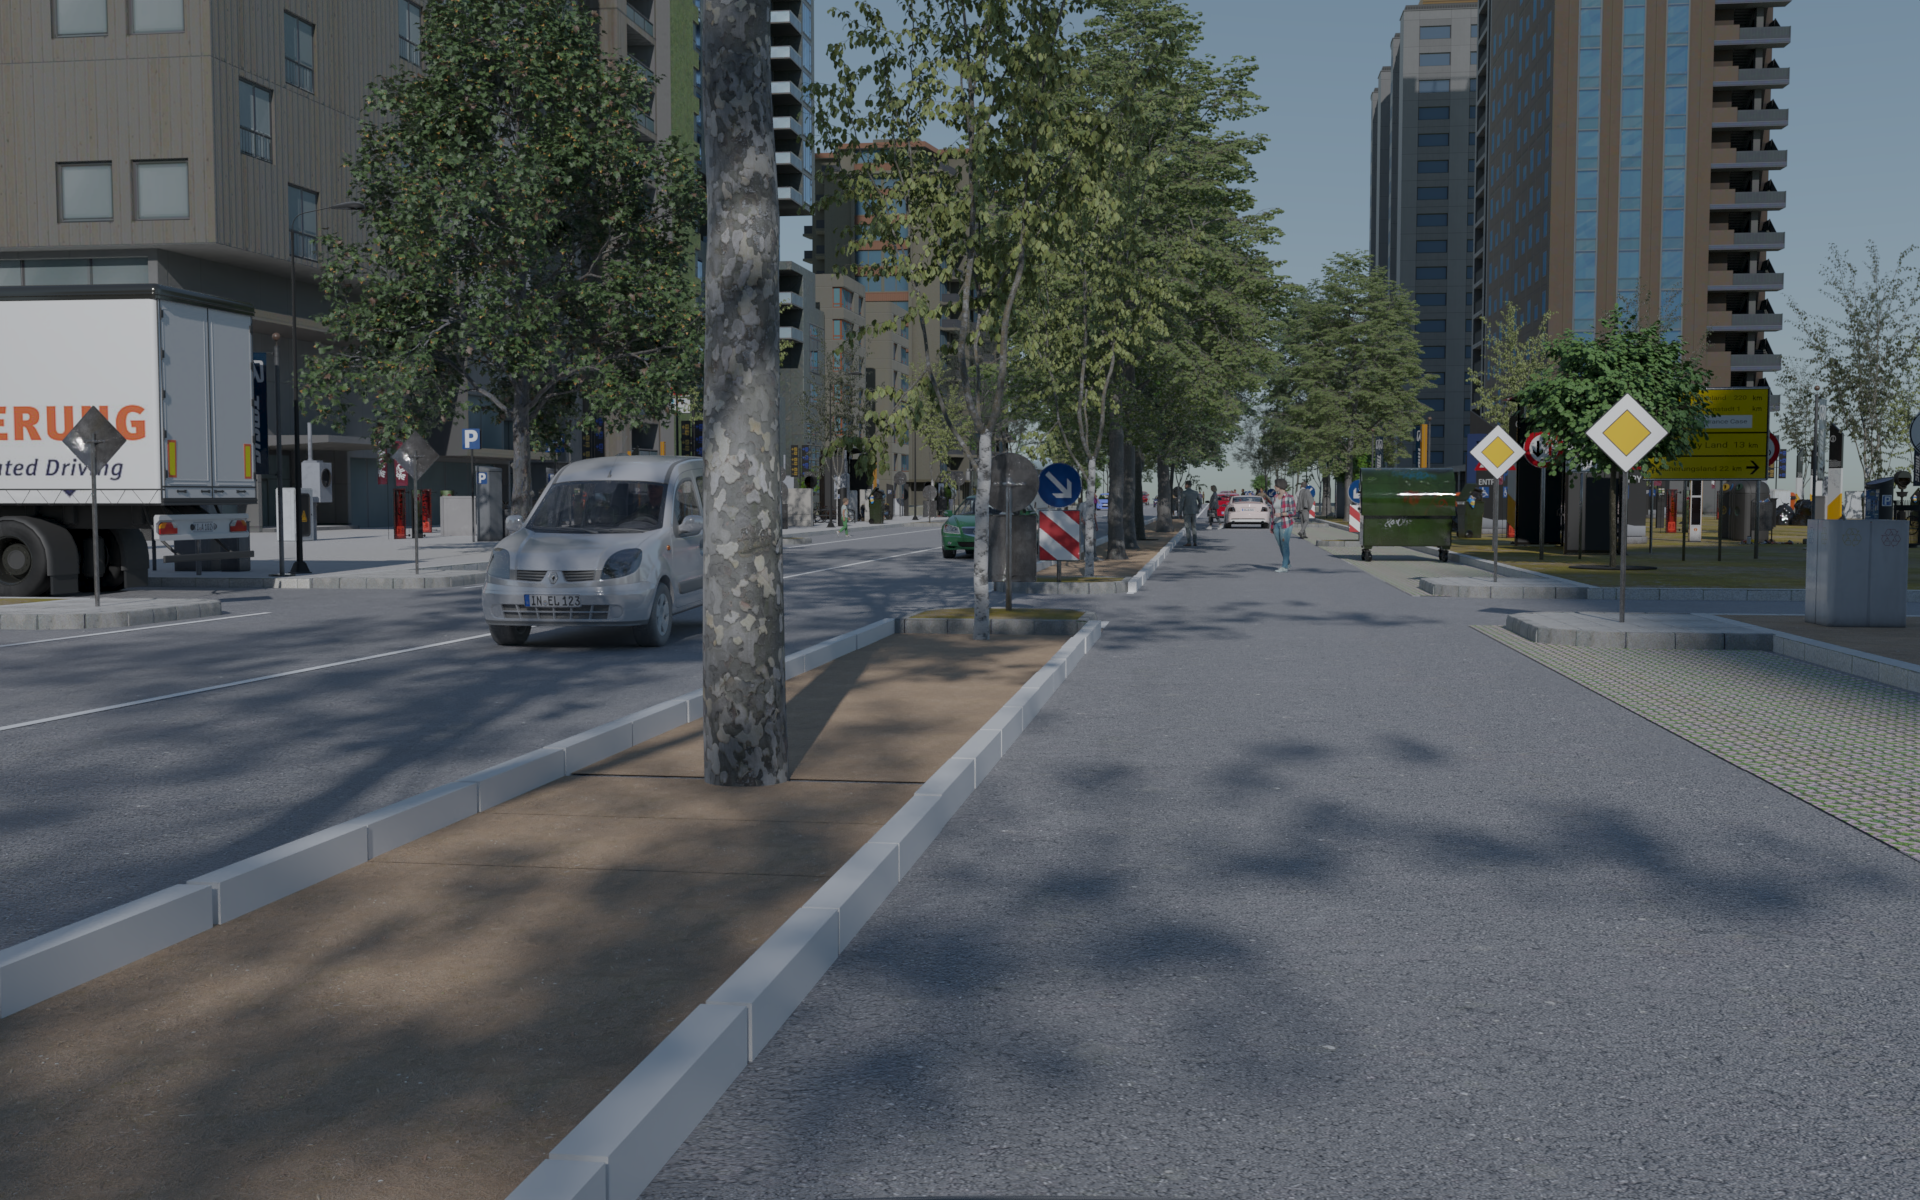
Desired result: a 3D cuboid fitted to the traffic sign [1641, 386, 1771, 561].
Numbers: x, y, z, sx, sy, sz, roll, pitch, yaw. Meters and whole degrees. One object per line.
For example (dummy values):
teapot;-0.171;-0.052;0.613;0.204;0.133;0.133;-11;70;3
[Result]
traffic sign;14.203;-2.397;33.068;2.265;3.308;0.079;1;4;13

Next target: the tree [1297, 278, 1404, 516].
tree;21.609;-11.923;101.595;9.857;13.997;8.962;0;3;0

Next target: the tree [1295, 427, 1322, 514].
tree;23.248;-9.869;111.717;4.737;8.622;4.395;0;3;0

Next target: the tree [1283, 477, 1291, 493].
tree;35.711;-11.998;190.773;1.663;3.219;1.824;0;3;0

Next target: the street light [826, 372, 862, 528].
street light;-4.409;-5.718;66.031;1.470;5.913;1.316;1;4;8

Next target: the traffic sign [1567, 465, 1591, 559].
traffic sign;12.182;-1.947;33.970;0.606;2.300;0.079;1;4;13

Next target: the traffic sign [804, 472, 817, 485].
traffic sign;-6.807;-4.700;78.979;0.606;2.300;0.079;1;4;9

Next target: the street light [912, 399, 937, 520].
street light;-1.664;-6.869;84.845;1.470;5.913;1.316;1;4;8

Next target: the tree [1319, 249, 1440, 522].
tree;18.565;-9.945;80.728;7.486;12.596;7.792;0;3;0

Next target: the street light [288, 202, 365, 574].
street light;-10.143;-3.377;27.757;1.470;5.913;1.316;1;4;8

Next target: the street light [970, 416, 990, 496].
street light;1.183;-8.016;103.603;1.470;5.913;1.316;1;4;8

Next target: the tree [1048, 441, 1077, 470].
tree;10.558;-13.918;177.914;4.360;8.622;3.978;0;3;0

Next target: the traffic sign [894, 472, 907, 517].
traffic sign;-3.402;-6.012;98.408;0.768;2.556;0.104;1;4;13

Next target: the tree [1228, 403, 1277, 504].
tree;39.684;-19.203;224.335;12.009;13.543;11.850;0;3;0

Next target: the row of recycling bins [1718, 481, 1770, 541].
row of recycling bins;21.934;-2.525;48.396;1.069;1.692;3.534;1;4;16

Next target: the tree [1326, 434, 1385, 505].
tree;20.133;-6.360;87.707;4.285;4.588;4.351;0;3;0

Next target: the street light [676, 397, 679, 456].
street light;-7.190;-4.568;47.222;1.470;5.913;1.316;1;4;8

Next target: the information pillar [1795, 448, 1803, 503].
information pillar;42.609;-5.907;87.928;0.504;3.616;0.183;-2;4;-34

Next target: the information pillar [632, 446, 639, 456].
information pillar;-15.881;-5.705;84.634;0.183;3.616;0.504;3;4;36

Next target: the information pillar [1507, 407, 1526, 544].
information pillar;14.250;-3.239;44.313;0.183;3.616;0.504;-2;4;-33

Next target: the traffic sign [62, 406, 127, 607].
traffic sign;-9.845;-0.983;19.713;0.795;2.450;0.064;1;4;8

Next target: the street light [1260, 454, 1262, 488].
street light;35.173;-13.877;199.421;1.470;5.913;1.316;1;4;8

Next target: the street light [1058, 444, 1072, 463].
street light;9.711;-11.541;161.232;1.470;5.913;1.316;1;4;8

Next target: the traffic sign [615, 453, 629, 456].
traffic sign;-10.432;-3.265;53.484;0.768;2.556;0.104;1;4;17

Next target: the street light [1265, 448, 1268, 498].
street light;31.533;-12.381;174.967;1.470;5.913;1.316;1;4;8

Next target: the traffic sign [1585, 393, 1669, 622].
traffic sign;6.616;-0.833;17.256;0.795;2.450;0.064;1;4;8

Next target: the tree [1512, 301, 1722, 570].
tree;11.252;-2.818;29.786;4.285;4.588;4.351;0;3;0

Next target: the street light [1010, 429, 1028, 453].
street light;4.092;-9.198;122.923;1.470;5.913;1.316;1;4;8

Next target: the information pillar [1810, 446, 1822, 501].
information pillar;38.317;-5.268;77.479;0.504;3.616;0.183;1;4;20

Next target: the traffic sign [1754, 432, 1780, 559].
traffic sign;15.805;-2.092;34.313;0.768;2.556;0.104;1;4;12

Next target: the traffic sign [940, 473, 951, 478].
traffic sign;-0.856;-6.228;101.936;0.768;2.556;0.104;1;4;12

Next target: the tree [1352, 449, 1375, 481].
tree;17.091;-4.822;73.435;1.663;3.219;1.824;0;3;0

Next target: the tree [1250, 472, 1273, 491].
tree;42.879;-16.031;245.816;4.285;4.588;4.351;0;3;0

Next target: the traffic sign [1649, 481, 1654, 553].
traffic sign;15.017;-2.299;37.588;0.884;2.594;0.081;1;4;18

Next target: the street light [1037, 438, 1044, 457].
street light;6.867;-10.348;141.733;1.470;5.913;1.316;1;4;8

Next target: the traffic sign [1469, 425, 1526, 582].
traffic sign;7.790;-1.316;25.154;0.795;2.450;0.064;1;4;8

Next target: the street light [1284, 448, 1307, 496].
street light;23.143;-8.920;118.388;1.470;5.913;1.316;1;4;8

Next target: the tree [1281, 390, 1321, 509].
tree;28.407;-12.857;144.627;7.601;10.594;8.767;1;4;19

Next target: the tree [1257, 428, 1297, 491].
tree;31.382;-13.450;170.266;4.360;8.622;3.978;0;3;0

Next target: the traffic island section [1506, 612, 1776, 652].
traffic island section;6.641;0.303;17.329;2.009;0.180;2.903;1;4;8

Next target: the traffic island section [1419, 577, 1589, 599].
traffic island section;7.814;-0.180;25.228;2.009;0.180;2.903;1;4;8

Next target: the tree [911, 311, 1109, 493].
tree;1.570;-12.455;114.004;12.009;13.543;11.850;0;3;0

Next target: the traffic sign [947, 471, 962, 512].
traffic sign;-0.315;-6.053;98.968;0.884;2.594;0.081;1;4;11

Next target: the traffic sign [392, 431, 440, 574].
traffic sign;-8.671;-1.466;27.612;0.795;2.450;0.064;1;4;8

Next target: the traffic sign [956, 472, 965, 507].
traffic sign;-0.064;-6.201;101.498;0.768;2.556;0.104;1;4;14

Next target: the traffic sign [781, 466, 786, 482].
traffic sign;-8.167;-4.747;77.715;0.768;2.556;0.104;1;4;10

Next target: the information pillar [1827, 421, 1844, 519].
information pillar;28.132;-3.934;55.679;0.183;3.616;0.504;-2;4;-25

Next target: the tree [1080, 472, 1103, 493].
tree;16.151;-14.228;216.343;4.285;4.588;4.351;0;3;0

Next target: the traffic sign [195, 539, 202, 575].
traffic sign;-12.039;-1.664;27.318;0.768;2.556;0.104;1;4;10

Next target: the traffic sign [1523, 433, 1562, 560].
traffic sign;11.363;-2.059;33.769;0.768;2.556;0.104;1;4;10

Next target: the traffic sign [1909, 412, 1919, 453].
traffic sign;14.014;-1.515;24.882;0.768;2.556;0.104;1;4;14

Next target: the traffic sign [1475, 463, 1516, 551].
traffic sign;11.984;-2.374;38.825;0.884;2.594;0.081;1;4;15

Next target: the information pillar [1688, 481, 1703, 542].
information pillar;19.638;-2.554;46.246;0.304;2.012;0.304;1;4;15
